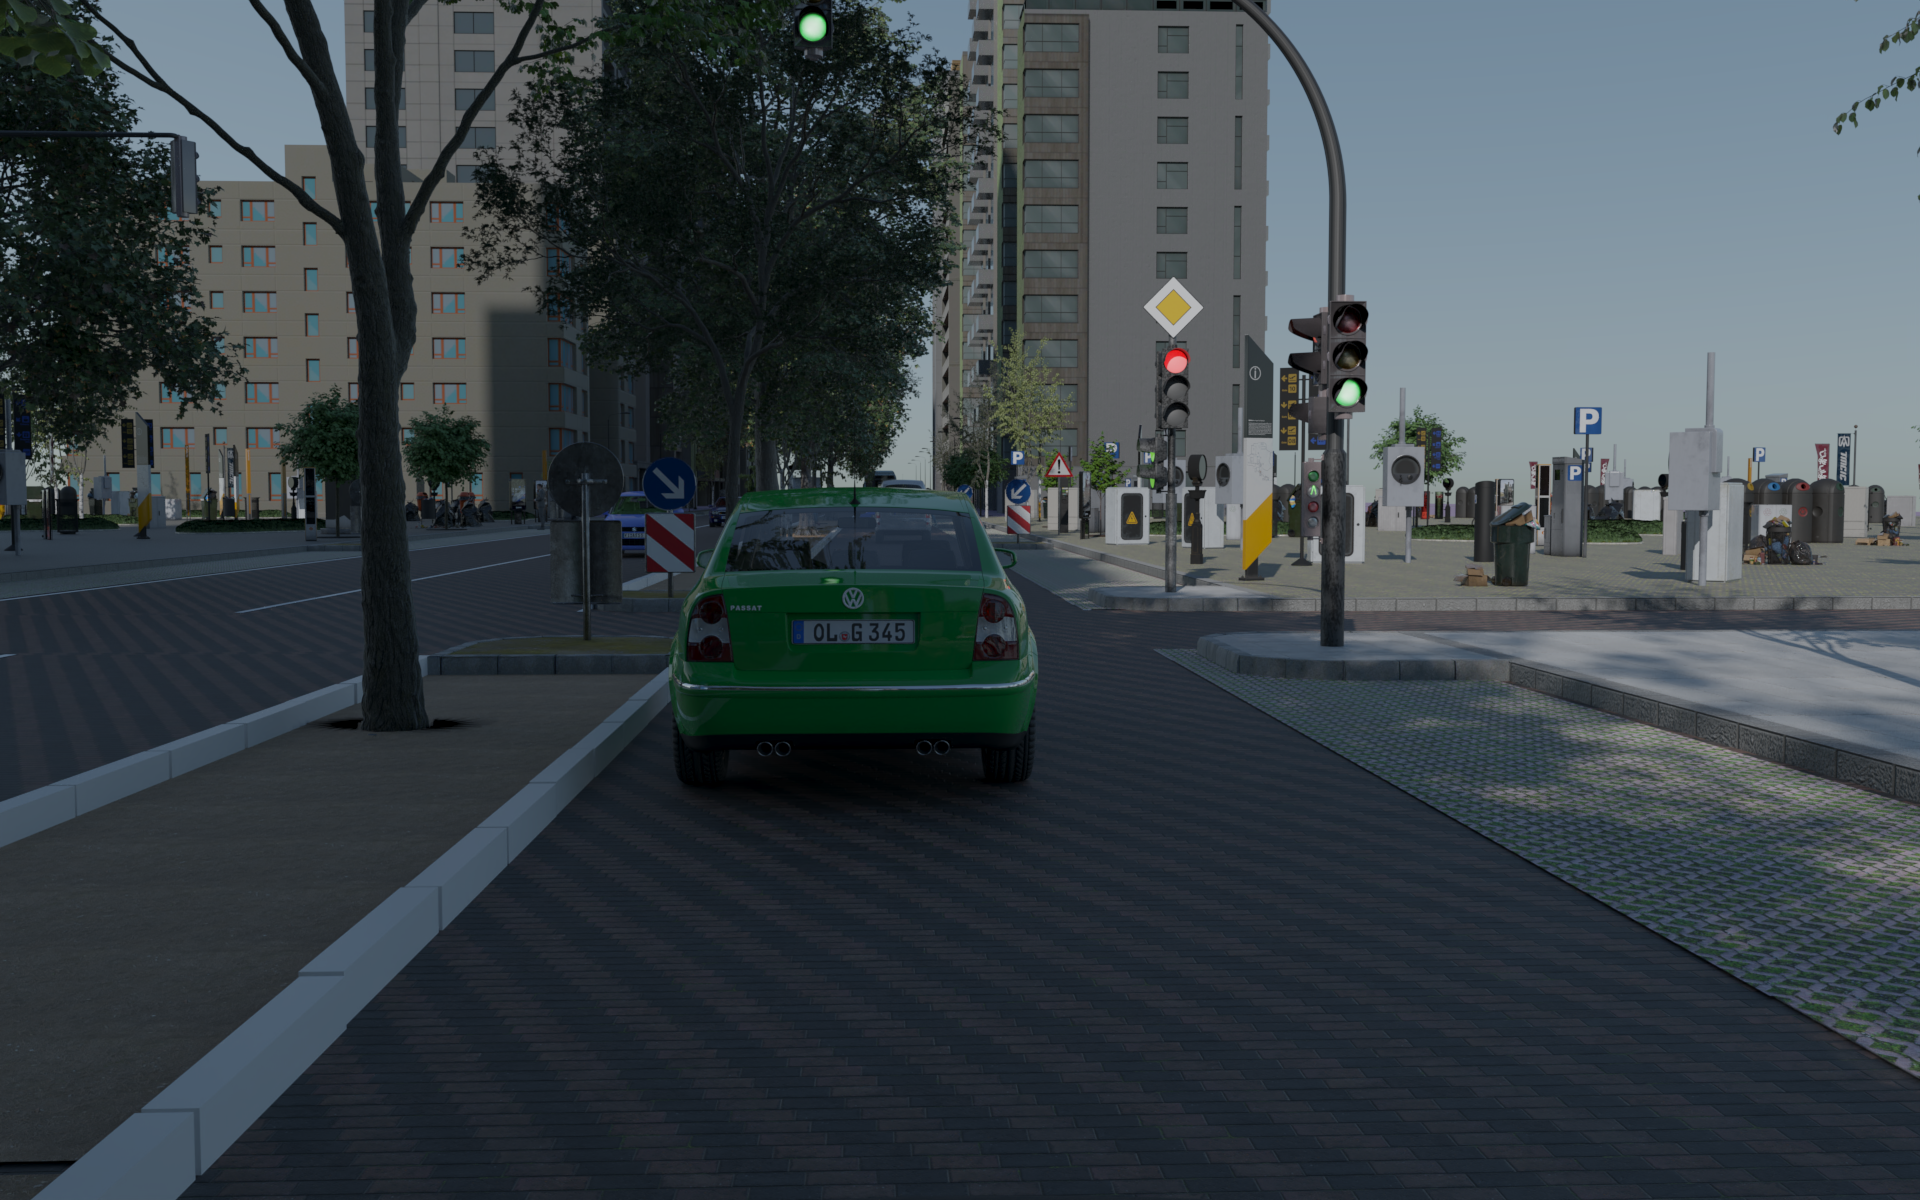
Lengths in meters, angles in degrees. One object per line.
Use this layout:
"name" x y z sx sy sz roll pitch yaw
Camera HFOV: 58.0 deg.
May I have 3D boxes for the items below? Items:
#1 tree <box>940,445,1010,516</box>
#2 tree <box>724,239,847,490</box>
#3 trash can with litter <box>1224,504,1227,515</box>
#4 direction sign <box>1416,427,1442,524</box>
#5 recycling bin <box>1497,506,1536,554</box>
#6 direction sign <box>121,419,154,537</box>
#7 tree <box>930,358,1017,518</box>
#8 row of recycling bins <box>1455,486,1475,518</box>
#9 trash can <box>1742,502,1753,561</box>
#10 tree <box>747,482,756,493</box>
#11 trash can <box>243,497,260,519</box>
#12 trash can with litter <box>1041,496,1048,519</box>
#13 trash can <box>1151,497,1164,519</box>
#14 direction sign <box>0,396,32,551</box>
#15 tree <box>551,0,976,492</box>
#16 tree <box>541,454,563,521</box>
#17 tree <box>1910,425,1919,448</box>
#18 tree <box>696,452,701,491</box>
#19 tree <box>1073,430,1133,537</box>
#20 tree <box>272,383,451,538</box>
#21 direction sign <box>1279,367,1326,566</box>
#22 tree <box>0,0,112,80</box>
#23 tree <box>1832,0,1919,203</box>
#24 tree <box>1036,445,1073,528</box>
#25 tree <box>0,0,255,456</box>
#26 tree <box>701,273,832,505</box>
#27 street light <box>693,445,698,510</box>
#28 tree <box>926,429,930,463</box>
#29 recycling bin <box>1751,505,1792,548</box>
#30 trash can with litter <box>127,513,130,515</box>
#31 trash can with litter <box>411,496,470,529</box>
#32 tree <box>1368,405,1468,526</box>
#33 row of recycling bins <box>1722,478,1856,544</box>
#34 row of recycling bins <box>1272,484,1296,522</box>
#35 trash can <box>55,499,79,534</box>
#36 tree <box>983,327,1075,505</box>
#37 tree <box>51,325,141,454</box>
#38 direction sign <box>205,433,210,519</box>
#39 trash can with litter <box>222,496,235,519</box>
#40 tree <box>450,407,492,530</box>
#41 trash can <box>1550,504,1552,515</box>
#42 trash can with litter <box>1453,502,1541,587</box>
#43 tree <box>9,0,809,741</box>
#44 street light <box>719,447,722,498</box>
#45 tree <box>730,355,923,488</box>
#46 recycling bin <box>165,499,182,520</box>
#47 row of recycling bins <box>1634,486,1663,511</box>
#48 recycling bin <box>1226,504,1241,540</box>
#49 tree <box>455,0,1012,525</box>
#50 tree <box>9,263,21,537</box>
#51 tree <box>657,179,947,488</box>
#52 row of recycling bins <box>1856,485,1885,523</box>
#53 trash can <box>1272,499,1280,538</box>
"tree" 1.143 -7.150 100.618 4.285 4.588 4.351 0 3 0
"tree" -4.490 -5.576 43.979 4.360 8.622 3.978 0 3 0
"trash can with litter" 9.113 -2.735 56.108 1.055 1.170 0.624 0 4 1
"direction sign" 15.949 -4.098 58.993 0.876 3.537 0.379 0 4 -7
"recycling bin" 11.951 -1.508 37.216 0.722 1.027 0.722 1 4 10
"direction sign" -24.787 -3.686 52.264 0.876 3.537 0.379 -2 4 -26
"tree" 1.200 -8.725 93.012 4.360 8.622 3.978 0 3 0
"row of recycling bins" 27.895 -5.214 92.363 1.069 1.692 3.534 -2 4 -34
"trash can" 14.791 -1.318 33.211 0.748 1.137 0.748 0 3 0
"tree" -26.094 -13.488 215.127 1.663 3.219 1.824 0 3 0
"trash can" -32.739 -4.186 80.094 0.748 1.137 0.748 0 3 0
"trash can with litter" 4.600 -4.830 90.364 0.624 1.170 1.055 1 4 18
"trash can" 10.252 -4.777 89.756 0.748 1.137 0.748 0 3 0
"direction sign" -21.465 -2.886 39.175 0.876 3.537 0.379 -3 5 -42
"tree" -4.033 -7.781 36.325 9.857 13.997 8.962 0 3 0
"tree" -19.458 -5.468 83.997 1.663 3.219 1.824 0 3 0
"tree" 26.972 -3.789 45.666 4.285 4.588 4.351 0 3 0
"tree" -24.754 -13.596 172.656 4.737 8.622 4.395 0 3 0
"tree" 4.386 -3.526 52.257 1.663 3.219 1.824 0 3 0
"tree" -18.201 -4.098 50.716 4.285 4.588 4.351 0 3 0
"direction sign" 6.126 -2.382 30.939 0.876 3.537 0.379 2 4 27
"tree" -2.716 -4.952 1.545 7.486 12.596 7.792 0 3 0
"tree" 6.475 -3.663 10.250 4.360 8.622 3.978 0 3 0
"tree" 3.557 -4.388 66.353 1.663 3.219 1.824 0 3 0
"tree" -16.936 -6.845 28.932 9.611 12.733 9.660 0 3 0
"tree" -4.977 -5.954 50.168 4.737 8.622 4.395 0 3 0
"street light" -21.438 -10.465 143.644 1.470 5.913 1.316 0 4 -3
"tree" -1.613 -14.147 181.668 4.360 8.622 3.978 0 3 0
"recycling bin" 18.982 -1.711 40.533 0.722 1.027 0.722 1 4 10
"trash can with litter" -41.209 -4.600 86.591 0.624 1.170 1.055 3 5 44
"trash can with litter" -19.605 -3.314 65.244 2.233 1.210 1.678 -1 4 -23
"tree" 16.614 -4.857 63.133 4.285 4.588 4.351 0 3 0
"row of recycling bins" 21.379 -2.329 45.200 3.534 1.692 1.069 -1 4 -13
"row of recycling bins" 12.880 -3.812 69.445 1.069 1.692 3.534 -3 5 -39
"trash can" -28.458 -2.664 55.214 0.748 1.137 0.748 0 3 0
"tree" 2.983 -7.687 76.046 4.737 8.622 4.395 0 3 0
"tree" -33.480 -7.067 65.903 4.360 8.622 3.978 0 3 0
"direction sign" -28.254 -4.471 65.100 0.379 3.537 0.876 -2 4 -32
"trash can with litter" -31.132 -3.791 73.040 2.233 1.210 1.678 0 4 8
"tree" -18.309 -4.764 61.606 4.285 4.588 4.351 0 3 0
"trash can" 23.724 -3.487 68.660 0.748 1.137 0.748 0 3 0
"trash can with litter" 7.467 -0.777 24.088 1.055 1.170 0.624 0 4 -5
"tree" -3.567 -5.023 10.333 9.928 11.665 9.643 0 3 0
"street light" -22.592 -11.885 166.853 1.470 5.913 1.316 0 4 -3
"tree" -6.939 -10.348 82.010 12.009 13.543 11.850 0 3 0
"recycling bin" -39.792 -4.578 87.409 0.722 1.027 0.722 0 4 3
"row of recycling bins" 35.665 -5.146 91.247 3.534 1.692 1.069 -1 4 -18
"recycling bin" 7.844 -2.197 48.477 0.722 1.027 0.722 1 4 13
"tree" -3.572 -5.460 26.138 8.767 10.594 7.601 0 4 -3
"tree" -28.090 -6.200 51.735 4.737 8.622 4.395 0 3 0
"tree" -5.272 -8.544 59.158 9.611 12.733 9.660 0 3 0
"row of recycling bins" 39.518 -4.313 77.630 3.534 1.692 1.069 3 5 43
"trash can" 8.986 -2.386 50.667 0.748 1.137 0.748 0 3 0
